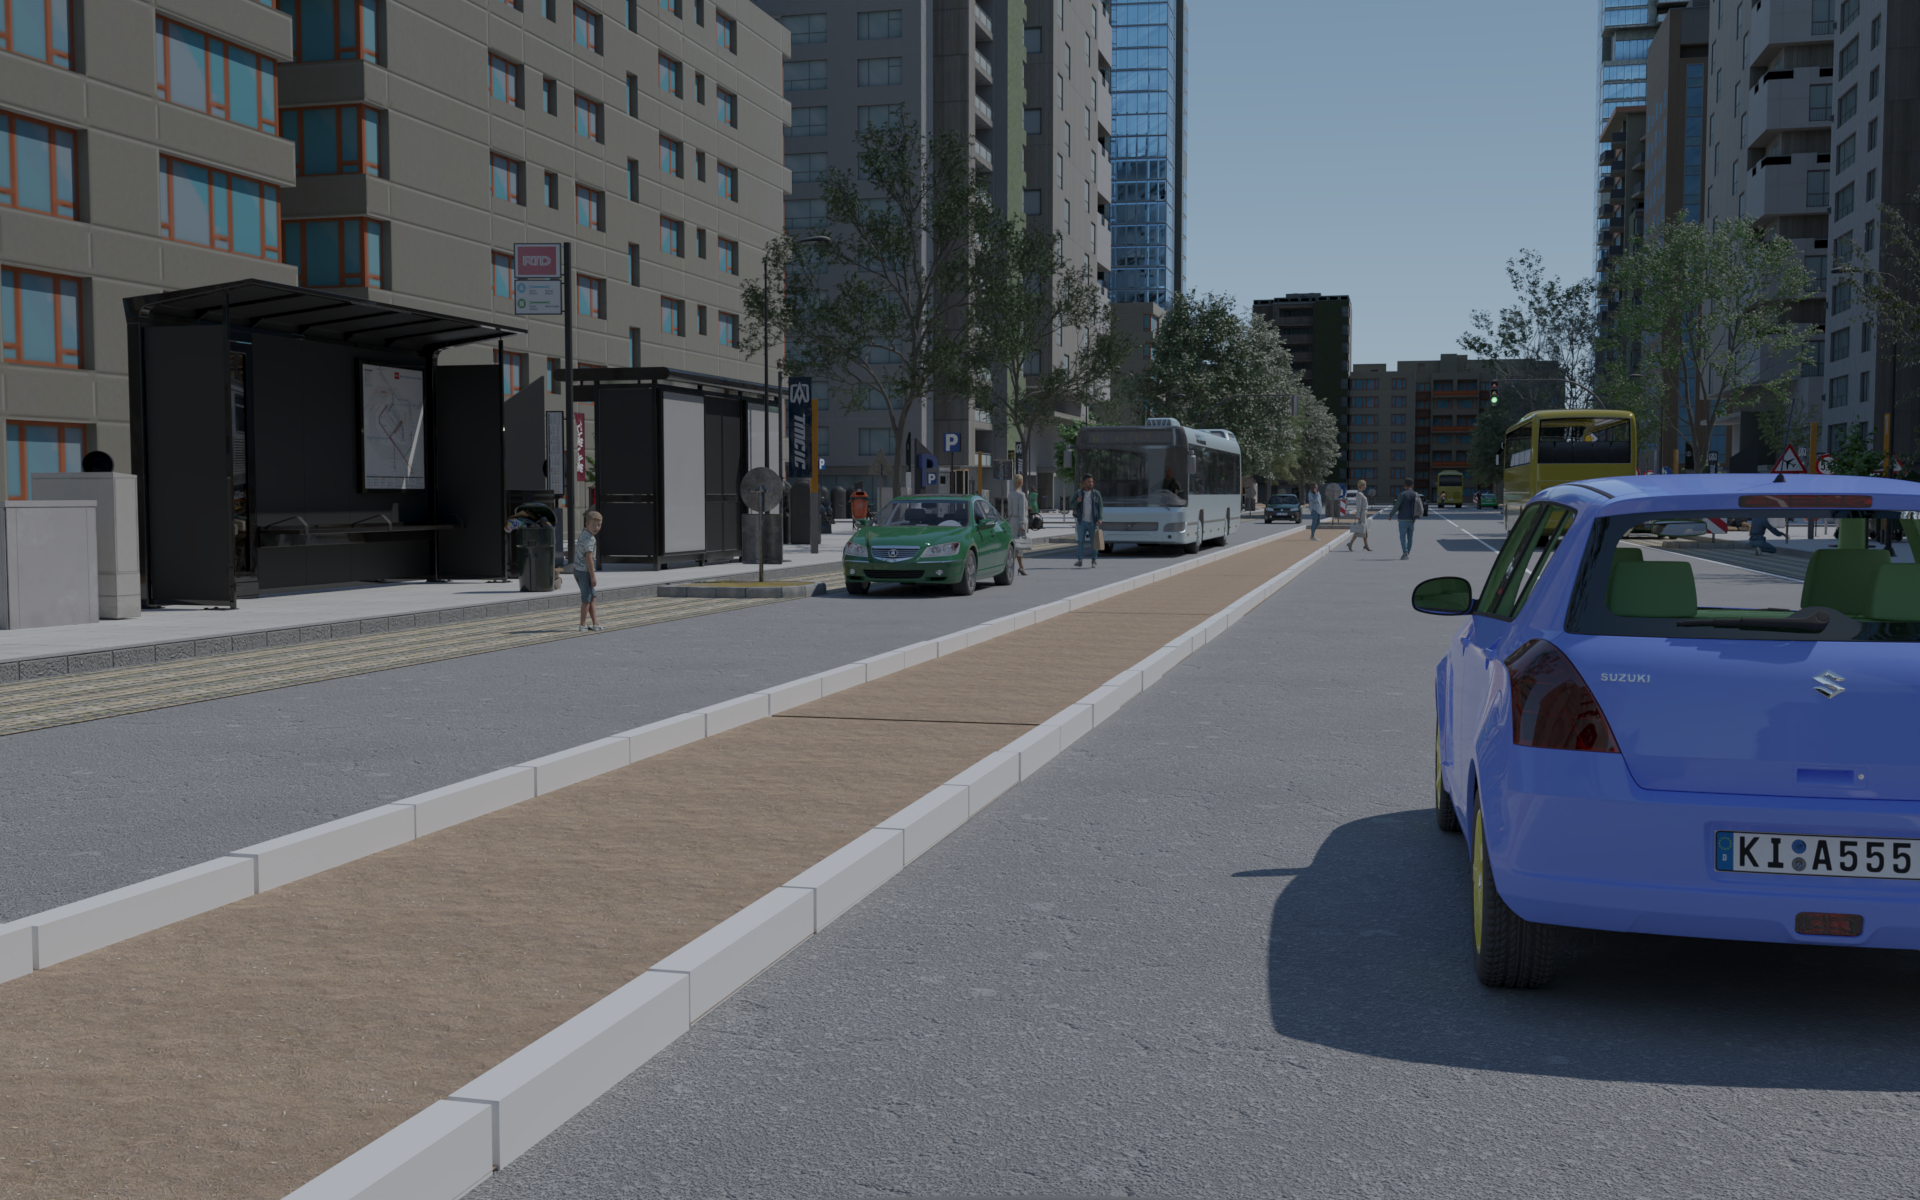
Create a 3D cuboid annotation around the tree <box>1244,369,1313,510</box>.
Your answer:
[{"bbox_3d":[23.743,-13.068,139.425,9.928,11.665,9.643,0,3,0],"label":"tree"}]

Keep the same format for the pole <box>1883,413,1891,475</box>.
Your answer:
[{"bbox_3d":[23.511,-3.063,43.919,0.158,3.312,0.155,0,3,0],"label":"pole"}]

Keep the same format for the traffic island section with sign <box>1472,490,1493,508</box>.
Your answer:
[{"bbox_3d":[52.971,-10.161,174.753,1.989,1.847,2.006,1,4,14],"label":"traffic island section with sign"}]

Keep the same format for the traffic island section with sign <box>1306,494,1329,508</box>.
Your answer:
[{"bbox_3d":[36.803,-10.411,178.843,1.989,1.847,2.006,1,4,14],"label":"traffic island section with sign"}]

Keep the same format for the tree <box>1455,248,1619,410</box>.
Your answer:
[{"bbox_3d":[44.422,-17.133,136.014,12.611,20.169,13.585,0,3,0],"label":"tree"}]

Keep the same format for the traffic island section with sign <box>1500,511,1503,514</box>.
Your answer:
[{"bbox_3d":[40.423,-7.184,126.092,1.989,1.847,2.006,1,4,14],"label":"traffic island section with sign"}]

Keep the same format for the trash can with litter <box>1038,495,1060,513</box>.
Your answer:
[{"bbox_3d":[6.065,-6.420,116.017,2.233,1.210,1.678,-1,4,-19],"label":"trash can with litter"}]

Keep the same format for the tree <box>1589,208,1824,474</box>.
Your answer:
[{"bbox_3d":[26.618,-8.334,62.014,9.928,11.665,9.643,0,3,0],"label":"tree"}]

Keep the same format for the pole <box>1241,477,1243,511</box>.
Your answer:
[{"bbox_3d":[21.202,-8.360,130.524,0.158,3.312,0.155,0,3,0],"label":"pole"}]

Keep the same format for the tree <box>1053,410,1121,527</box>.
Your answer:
[{"bbox_3d":[5.019,-5.076,66.703,4.285,4.588,4.351,0,3,0],"label":"tree"}]

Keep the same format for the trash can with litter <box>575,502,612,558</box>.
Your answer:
[{"bbox_3d":[-7.317,-1.397,34.221,1.055,1.170,0.624,-3,5,-45],"label":"trash can with litter"}]

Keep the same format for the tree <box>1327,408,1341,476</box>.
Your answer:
[{"bbox_3d":[39.014,-17.750,196.863,9.857,13.997,8.962,0,3,0],"label":"tree"}]

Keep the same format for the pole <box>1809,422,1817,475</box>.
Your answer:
[{"bbox_3d":[24.215,-3.386,49.208,0.158,3.312,0.155,0,3,0],"label":"pole"}]

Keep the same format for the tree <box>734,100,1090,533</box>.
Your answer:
[{"bbox_3d":[-1.679,-6.586,42.087,8.767,10.594,7.601,1,4,10],"label":"tree"}]

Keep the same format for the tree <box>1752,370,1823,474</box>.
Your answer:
[{"bbox_3d":[48.661,-9.280,102.086,4.737,8.622,4.395,0,3,0],"label":"tree"}]

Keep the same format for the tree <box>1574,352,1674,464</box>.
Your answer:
[{"bbox_3d":[34.693,-8.531,89.841,4.737,8.622,4.395,0,3,0],"label":"tree"}]

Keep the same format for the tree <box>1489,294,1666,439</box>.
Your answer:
[{"bbox_3d":[38.056,-12.046,107.319,12.009,13.543,11.850,0,3,0],"label":"tree"}]

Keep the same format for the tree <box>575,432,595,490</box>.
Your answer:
[{"bbox_3d":[-9.465,-3.165,46.346,1.663,3.219,1.824,0,3,0],"label":"tree"}]

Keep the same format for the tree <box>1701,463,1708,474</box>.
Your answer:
[{"bbox_3d":[38.907,-5.855,90.325,1.663,3.219,1.824,0,3,0],"label":"tree"}]

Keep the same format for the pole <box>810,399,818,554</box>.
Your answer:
[{"bbox_3d":[-3.141,-2.654,37.237,0.158,3.312,0.155,0,3,0],"label":"pole"}]

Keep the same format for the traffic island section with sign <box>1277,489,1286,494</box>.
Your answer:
[{"bbox_3d":[24.172,-7.413,129.832,1.989,1.847,2.006,1,4,14],"label":"traffic island section with sign"}]

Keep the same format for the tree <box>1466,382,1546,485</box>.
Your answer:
[{"bbox_3d":[60.406,-17.354,190.386,9.857,13.997,8.962,0,3,0],"label":"tree"}]

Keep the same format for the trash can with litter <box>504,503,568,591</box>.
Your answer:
[{"bbox_3d":[-5.628,-0.710,22.997,0.624,1.170,1.055,0,4,-2],"label":"trash can with litter"}]

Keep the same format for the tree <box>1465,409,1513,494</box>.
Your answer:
[{"bbox_3d":[67.502,-18.292,217.206,7.486,12.596,7.792,0,3,0],"label":"tree"}]

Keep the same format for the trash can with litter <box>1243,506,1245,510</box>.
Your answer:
[{"bbox_3d":[23.222,-8.082,143.532,1.055,1.170,0.624,-2,4,-24],"label":"trash can with litter"}]

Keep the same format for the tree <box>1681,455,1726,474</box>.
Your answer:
[{"bbox_3d":[59.217,-9.425,137.806,4.285,4.588,4.351,0,3,0],"label":"tree"}]

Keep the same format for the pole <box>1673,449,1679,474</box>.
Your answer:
[{"bbox_3d":[32.656,-5.212,79.058,0.158,3.312,0.155,0,3,0],"label":"pole"}]

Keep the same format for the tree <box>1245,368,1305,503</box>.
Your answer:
[{"bbox_3d":[26.591,-14.214,150.533,7.486,12.596,7.792,0,3,0],"label":"tree"}]

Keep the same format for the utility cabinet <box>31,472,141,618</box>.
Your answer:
[{"bbox_3d":[-9.027,-0.564,17.905,1.173,1.500,0.318,2,4,23],"label":"utility cabinet"}]

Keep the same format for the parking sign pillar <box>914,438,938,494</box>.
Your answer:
[{"bbox_3d":[-1.603,-5.838,83.929,1.447,3.967,1.447,3,5,44],"label":"parking sign pillar"}]

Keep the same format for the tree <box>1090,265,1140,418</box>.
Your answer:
[{"bbox_3d":[2.383,-7.525,57.443,8.767,10.594,7.601,3,5,39],"label":"tree"}]

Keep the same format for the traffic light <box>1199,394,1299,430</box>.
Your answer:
[{"bbox_3d":[13.044,-6.403,79.353,4.771,5.953,1.251,1,4,14],"label":"traffic light"}]

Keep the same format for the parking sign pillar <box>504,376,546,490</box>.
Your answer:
[{"bbox_3d":[-10.082,-3.105,39.234,1.447,3.967,1.447,-3,4,-38],"label":"parking sign pillar"}]

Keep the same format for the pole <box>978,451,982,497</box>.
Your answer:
[{"bbox_3d":[0.950,-5.419,82.451,0.158,3.312,0.155,0,3,0],"label":"pole"}]

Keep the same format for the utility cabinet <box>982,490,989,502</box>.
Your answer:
[{"bbox_3d":[1.869,-6.426,113.744,1.173,1.500,0.318,-2,4,-25],"label":"utility cabinet"}]

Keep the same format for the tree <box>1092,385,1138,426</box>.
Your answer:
[{"bbox_3d":[9.727,-9.716,109.221,4.360,8.622,3.978,0,3,0],"label":"tree"}]

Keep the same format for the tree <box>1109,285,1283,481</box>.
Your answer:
[{"bbox_3d":[13.022,-10.903,95.265,9.611,12.733,9.660,0,3,0],"label":"tree"}]

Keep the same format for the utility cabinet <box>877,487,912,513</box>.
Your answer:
[{"bbox_3d":[-2.193,-3.023,58.113,1.173,1.500,0.318,2,4,29],"label":"utility cabinet"}]

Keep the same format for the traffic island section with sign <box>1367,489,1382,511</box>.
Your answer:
[{"bbox_3d":[35.853,-8.727,150.824,2.006,1.907,1.989,1,4,14],"label":"traffic island section with sign"}]

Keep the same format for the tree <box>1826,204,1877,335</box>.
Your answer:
[{"bbox_3d":[17.953,-4.903,30.523,4.360,8.622,3.978,0,3,0],"label":"tree"}]

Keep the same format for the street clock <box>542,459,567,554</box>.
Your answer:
[{"bbox_3d":[-7.711,-1.746,33.117,0.471,2.002,0.358,1,4,18],"label":"street clock"}]

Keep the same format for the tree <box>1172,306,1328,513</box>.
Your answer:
[{"bbox_3d":[19.144,-13.015,119.442,9.857,13.997,8.962,0,3,0],"label":"tree"}]

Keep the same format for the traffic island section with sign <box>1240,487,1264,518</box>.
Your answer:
[{"bbox_3d":[17.431,-5.817,103.730,1.989,1.847,2.006,1,4,14],"label":"traffic island section with sign"}]

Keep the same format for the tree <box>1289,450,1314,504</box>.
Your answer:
[{"bbox_3d":[43.990,-16.544,220.853,4.360,8.622,3.978,0,3,0],"label":"tree"}]

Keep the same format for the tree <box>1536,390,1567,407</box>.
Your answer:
[{"bbox_3d":[41.394,-10.424,120.791,4.737,8.622,4.395,0,3,0],"label":"tree"}]

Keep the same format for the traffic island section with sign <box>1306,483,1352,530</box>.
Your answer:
[{"bbox_3d":[15.234,-3.838,70.885,2.006,1.907,1.989,1,4,14],"label":"traffic island section with sign"}]

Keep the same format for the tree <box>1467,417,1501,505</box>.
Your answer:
[{"bbox_3d":[64.362,-16.639,206.455,8.767,10.594,7.601,2,4,30],"label":"tree"}]

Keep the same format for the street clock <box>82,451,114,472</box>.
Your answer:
[{"bbox_3d":[-14.382,-1.491,28.949,0.471,2.002,0.358,-1,4,-21],"label":"street clock"}]

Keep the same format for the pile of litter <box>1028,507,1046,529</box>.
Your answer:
[{"bbox_3d":[2.357,-3.038,63.629,1.719,0.858,1.176,0,4,-8],"label":"pile of litter"}]

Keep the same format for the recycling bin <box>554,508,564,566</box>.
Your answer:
[{"bbox_3d":[-7.509,-1.108,30.663,0.722,1.027,0.722,1,4,18],"label":"recycling bin"}]

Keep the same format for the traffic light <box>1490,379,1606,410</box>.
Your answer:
[{"bbox_3d":[23.335,-5.727,68.297,4.771,5.953,1.251,1,4,14],"label":"traffic light"}]

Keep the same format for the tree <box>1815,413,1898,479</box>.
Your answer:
[{"bbox_3d":[21.445,-2.869,41.509,1.663,3.219,1.824,0,3,0],"label":"tree"}]

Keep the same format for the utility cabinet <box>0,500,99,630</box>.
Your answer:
[{"bbox_3d":[-8.906,-0.346,16.819,0.306,1.237,1.020,2,4,23],"label":"utility cabinet"}]
